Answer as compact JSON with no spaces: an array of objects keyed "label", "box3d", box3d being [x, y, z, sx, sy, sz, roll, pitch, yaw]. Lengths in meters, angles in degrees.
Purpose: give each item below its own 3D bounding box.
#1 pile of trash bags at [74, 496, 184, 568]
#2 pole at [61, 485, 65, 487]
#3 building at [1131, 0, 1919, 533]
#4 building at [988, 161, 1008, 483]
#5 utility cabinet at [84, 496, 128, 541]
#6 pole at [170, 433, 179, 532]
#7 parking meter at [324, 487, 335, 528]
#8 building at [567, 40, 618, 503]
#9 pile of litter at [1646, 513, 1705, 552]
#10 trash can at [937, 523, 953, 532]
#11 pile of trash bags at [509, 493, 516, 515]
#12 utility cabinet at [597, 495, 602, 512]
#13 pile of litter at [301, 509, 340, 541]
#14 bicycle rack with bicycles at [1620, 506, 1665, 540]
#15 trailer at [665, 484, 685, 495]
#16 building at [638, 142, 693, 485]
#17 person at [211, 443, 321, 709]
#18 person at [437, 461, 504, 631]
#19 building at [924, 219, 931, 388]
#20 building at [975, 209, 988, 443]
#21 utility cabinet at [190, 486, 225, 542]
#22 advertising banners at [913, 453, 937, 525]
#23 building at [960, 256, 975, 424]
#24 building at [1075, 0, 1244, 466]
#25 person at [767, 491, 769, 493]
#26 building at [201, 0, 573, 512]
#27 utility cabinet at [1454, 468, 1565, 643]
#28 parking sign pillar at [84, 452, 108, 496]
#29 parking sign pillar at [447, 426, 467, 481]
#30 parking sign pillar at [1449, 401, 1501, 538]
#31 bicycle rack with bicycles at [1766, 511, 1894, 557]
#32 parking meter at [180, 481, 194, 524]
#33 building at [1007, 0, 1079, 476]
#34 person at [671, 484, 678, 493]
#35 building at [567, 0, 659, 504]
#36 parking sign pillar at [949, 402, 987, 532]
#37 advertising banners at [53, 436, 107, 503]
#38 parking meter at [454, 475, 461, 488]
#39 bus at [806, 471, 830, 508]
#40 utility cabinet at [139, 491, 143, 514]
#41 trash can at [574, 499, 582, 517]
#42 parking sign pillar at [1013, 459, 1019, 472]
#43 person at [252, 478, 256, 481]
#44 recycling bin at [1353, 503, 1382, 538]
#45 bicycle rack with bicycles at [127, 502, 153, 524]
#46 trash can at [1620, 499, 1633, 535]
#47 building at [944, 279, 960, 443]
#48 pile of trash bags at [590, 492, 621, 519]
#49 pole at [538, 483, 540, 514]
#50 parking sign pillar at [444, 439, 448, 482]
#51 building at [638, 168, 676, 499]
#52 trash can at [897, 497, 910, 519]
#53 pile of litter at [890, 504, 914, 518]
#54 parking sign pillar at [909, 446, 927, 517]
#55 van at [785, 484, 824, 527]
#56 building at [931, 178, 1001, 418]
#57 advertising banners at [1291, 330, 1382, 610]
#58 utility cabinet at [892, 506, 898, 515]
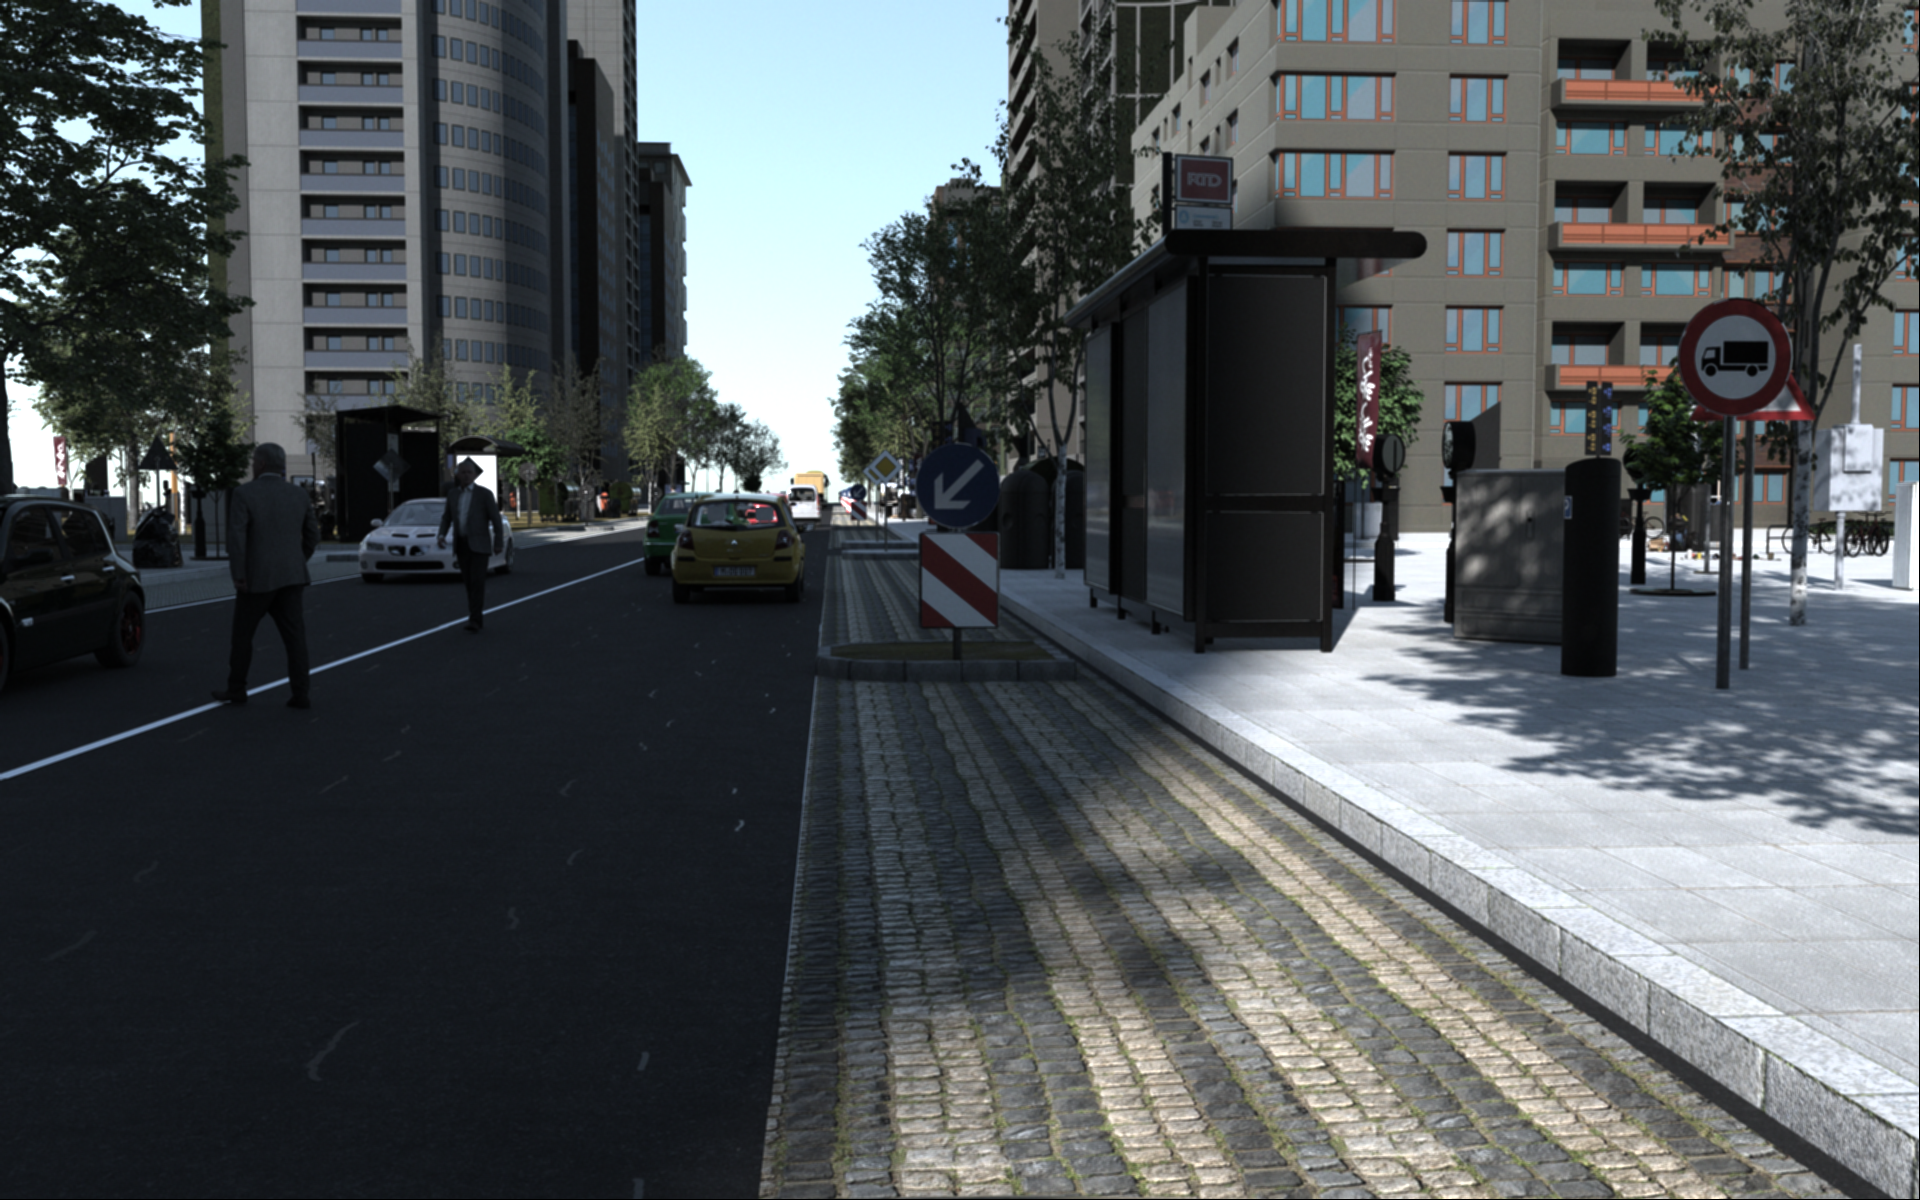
[{"label":"pile of trash bags","box3d":[-15.417,-1.265,30.432,3.447,1.369,1.912,-1,4,-10]},{"label":"pole","box3d":[-58.519,-7.289,113.017,0.158,3.312,0.155,0,3,0]},{"label":"building","box3d":[23.666,-13.831,71.170,28.899,21.520,27.650,0,4,-4]},{"label":"building","box3d":[10.363,-23.294,152.565,14.160,30.474,14.107,0,4,-4]},{"label":"utility cabinet","box3d":[-23.214,-2.196,47.073,1.020,1.237,0.306,-1,4,-20]},{"label":"pole","box3d":[-26.259,-3.917,57.892,0.158,3.312,0.155,0,3,0]},{"label":"parking meter","box3d":[-23.940,-3.509,65.776,0.372,1.533,0.369,0,3,0]},{"label":"building","box3d":[-42.642,-32.112,175.146,14.600,45.320,14.200,0,4,-4]},{"label":"pile of litter","box3d":[15.906,-1.514,38.726,1.719,0.858,1.176,1,4,12]},{"label":"trash can","box3d":[-0.444,-2.707,55.907,0.748,1.137,0.748,0,3,0]},{"label":"pile of trash bags","box3d":[-28.003,-5.719,103.257,3.447,1.369,1.912,-1,4,-21]},{"label":"utility cabinet","box3d":[-19.723,-5.110,94.708,0.306,1.237,1.020,-1,4,-12]},{"label":"pile of litter","box3d":[-17.729,-2.070,47.815,1.176,0.858,1.719,-1,4,-19]},{"label":"bicycle rack with bicycles","box3d":[18.448,-2.228,49.816,2.925,0.926,2.852,3,4,37]},{"label":"trailer","box3d":[-16.824,-5.811,102.057,1.471,1.999,3.904,0,4,-5]},{"label":"building","box3d":[-55.619,-41.135,261.789,28.713,52.752,27.495,0,4,-4]},{"label":"person","box3d":[-4.717,-0.173,11.734,0.834,1.777,0.661,2,4,32]},{"label":"person","box3d":[-5.138,-0.563,18.110,0.661,1.777,0.834,0,4,1]},{"label":"building","box3d":[5.882,-37.469,267.235,22.147,44.769,28.867,0,4,-4]},{"label":"building","box3d":[9.364,-24.154,166.611,14.160,30.474,14.107,0,4,-4]},{"label":"utility cabinet","box3d":[-19.562,-2.254,45.530,1.173,1.500,0.318,0,4,2]},{"label":"advertising banners","box3d":[-1.096,-4.680,72.712,2.074,3.025,0.090,2,4,31]},{"label":"building","box3d":[7.875,-25.023,180.833,14.160,30.474,14.107,0,4,-4]},{"label":"building","box3d":[16.895,-41.050,109.420,20.563,71.187,20.611,0,4,-4]},{"label":"person","box3d":[-16.970,-8.758,152.370,1.217,1.739,0.721,2,4,32]},{"label":"building","box3d":[-42.607,-36.095,132.158,21.231,58.520,28.212,0,4,-4]},{"label":"utility cabinet","box3d":[4.886,-0.384,14.963,1.173,1.500,0.318,3,5,42]},{"label":"parking sign pillar","box3d":[-53.397,-7.251,107.025,1.447,3.967,1.447,3,5,42]},{"label":"parking sign pillar","box3d":[-19.751,-4.970,69.729,1.447,3.967,1.447,-1,4,-16]},{"label":"parking sign pillar","box3d":[15.014,-3.788,50.408,1.447,3.967,1.447,1,4,15]},{"label":"bicycle rack with bicycles","box3d":[18.636,-1.417,36.558,2.925,0.926,2.852,-2,4,-28]},{"label":"parking meter","box3d":[-32.745,-4.134,73.302,0.399,1.863,0.255,1,4,18]},{"label":"building","box3d":[15.364,-31.238,134.450,21.300,48.544,21.600,0,4,-4]},{"label":"person","box3d":[-10.293,-3.277,62.357,0.678,1.792,0.850,-2,4,-35]},{"label":"building","box3d":[-49.864,-47.963,222.451,20.563,71.187,20.611,0,4,-4]},{"label":"parking sign pillar","box3d":[0.389,-3.846,51.357,1.447,3.967,1.447,2,4,24]},{"label":"advertising banners","box3d":[-26.382,-3.408,51.914,2.074,3.025,0.090,1,4,22]},{"label":"parking meter","box3d":[-15.604,-2.967,54.229,0.399,1.863,0.255,-1,4,-21]},{"label":"bus","box3d":[-15.323,-11.647,181.982,2.896,3.916,12.252,0,4,-2]},{"label":"utility cabinet","box3d":[-51.966,-6.180,109.722,0.318,1.500,1.173,-1,4,-23]},{"label":"trash can","box3d":[-21.044,-5.138,95.659,0.748,1.137,0.748,0,3,0]},{"label":"parking sign pillar","box3d":[4.124,-8.042,119.966,1.447,3.967,1.447,-1,4,-22]},{"label":"person","box3d":[-12.338,-1.301,30.525,0.760,1.731,0.466,2,4,28]},{"label":"recycling bin","box3d":[12.006,-2.345,50.895,0.722,1.027,0.722,0,4,-5]},{"label":"bicycle rack with bicycles","box3d":[-35.277,-3.700,73.883,2.852,0.926,2.925,0,4,6]},{"label":"trash can","box3d":[20.711,-2.603,54.217,0.748,1.137,0.748,0,3,0]},{"label":"building","box3d":[4.774,-28.106,231.235,14.160,30.474,14.107,0,4,-4]},{"label":"pile of trash bags","box3d":[-18.871,-5.003,91.552,1.912,1.369,3.447,-1,4,-16]},{"label":"pole","box3d":[-27.025,-7.185,111.318,0.158,3.312,0.155,0,3,0]},{"label":"parking sign pillar","box3d":[-24.914,-5.934,85.490,1.447,3.967,1.447,1,4,16]},{"label":"building","box3d":[-47.298,-36.148,241.127,14.600,45.320,14.200,0,4,-4]},{"label":"trash can","box3d":[-2.946,-4.817,90.407,0.748,1.137,0.748,0,3,0]},{"label":"pile of litter","box3d":[-3.070,-4.799,92.429,1.176,0.858,1.719,-1,4,-22]},{"label":"parking sign pillar","box3d":[-2.603,-6.649,97.180,1.447,3.967,1.447,0,4,0]},{"label":"van","box3d":[-7.033,-4.286,77.096,2.013,2.044,4.112,0,4,-5]},{"label":"building","box3d":[3.154,-36.398,245.217,14.600,45.320,14.200,0,4,-4]},{"label":"advertising banners","box3d":[4.193,-1.426,19.508,0.090,3.025,2.074,-1,4,-16]},{"label":"utility cabinet","box3d":[-3.567,-5.726,104.786,1.020,1.237,0.306,0,4,3]}]
